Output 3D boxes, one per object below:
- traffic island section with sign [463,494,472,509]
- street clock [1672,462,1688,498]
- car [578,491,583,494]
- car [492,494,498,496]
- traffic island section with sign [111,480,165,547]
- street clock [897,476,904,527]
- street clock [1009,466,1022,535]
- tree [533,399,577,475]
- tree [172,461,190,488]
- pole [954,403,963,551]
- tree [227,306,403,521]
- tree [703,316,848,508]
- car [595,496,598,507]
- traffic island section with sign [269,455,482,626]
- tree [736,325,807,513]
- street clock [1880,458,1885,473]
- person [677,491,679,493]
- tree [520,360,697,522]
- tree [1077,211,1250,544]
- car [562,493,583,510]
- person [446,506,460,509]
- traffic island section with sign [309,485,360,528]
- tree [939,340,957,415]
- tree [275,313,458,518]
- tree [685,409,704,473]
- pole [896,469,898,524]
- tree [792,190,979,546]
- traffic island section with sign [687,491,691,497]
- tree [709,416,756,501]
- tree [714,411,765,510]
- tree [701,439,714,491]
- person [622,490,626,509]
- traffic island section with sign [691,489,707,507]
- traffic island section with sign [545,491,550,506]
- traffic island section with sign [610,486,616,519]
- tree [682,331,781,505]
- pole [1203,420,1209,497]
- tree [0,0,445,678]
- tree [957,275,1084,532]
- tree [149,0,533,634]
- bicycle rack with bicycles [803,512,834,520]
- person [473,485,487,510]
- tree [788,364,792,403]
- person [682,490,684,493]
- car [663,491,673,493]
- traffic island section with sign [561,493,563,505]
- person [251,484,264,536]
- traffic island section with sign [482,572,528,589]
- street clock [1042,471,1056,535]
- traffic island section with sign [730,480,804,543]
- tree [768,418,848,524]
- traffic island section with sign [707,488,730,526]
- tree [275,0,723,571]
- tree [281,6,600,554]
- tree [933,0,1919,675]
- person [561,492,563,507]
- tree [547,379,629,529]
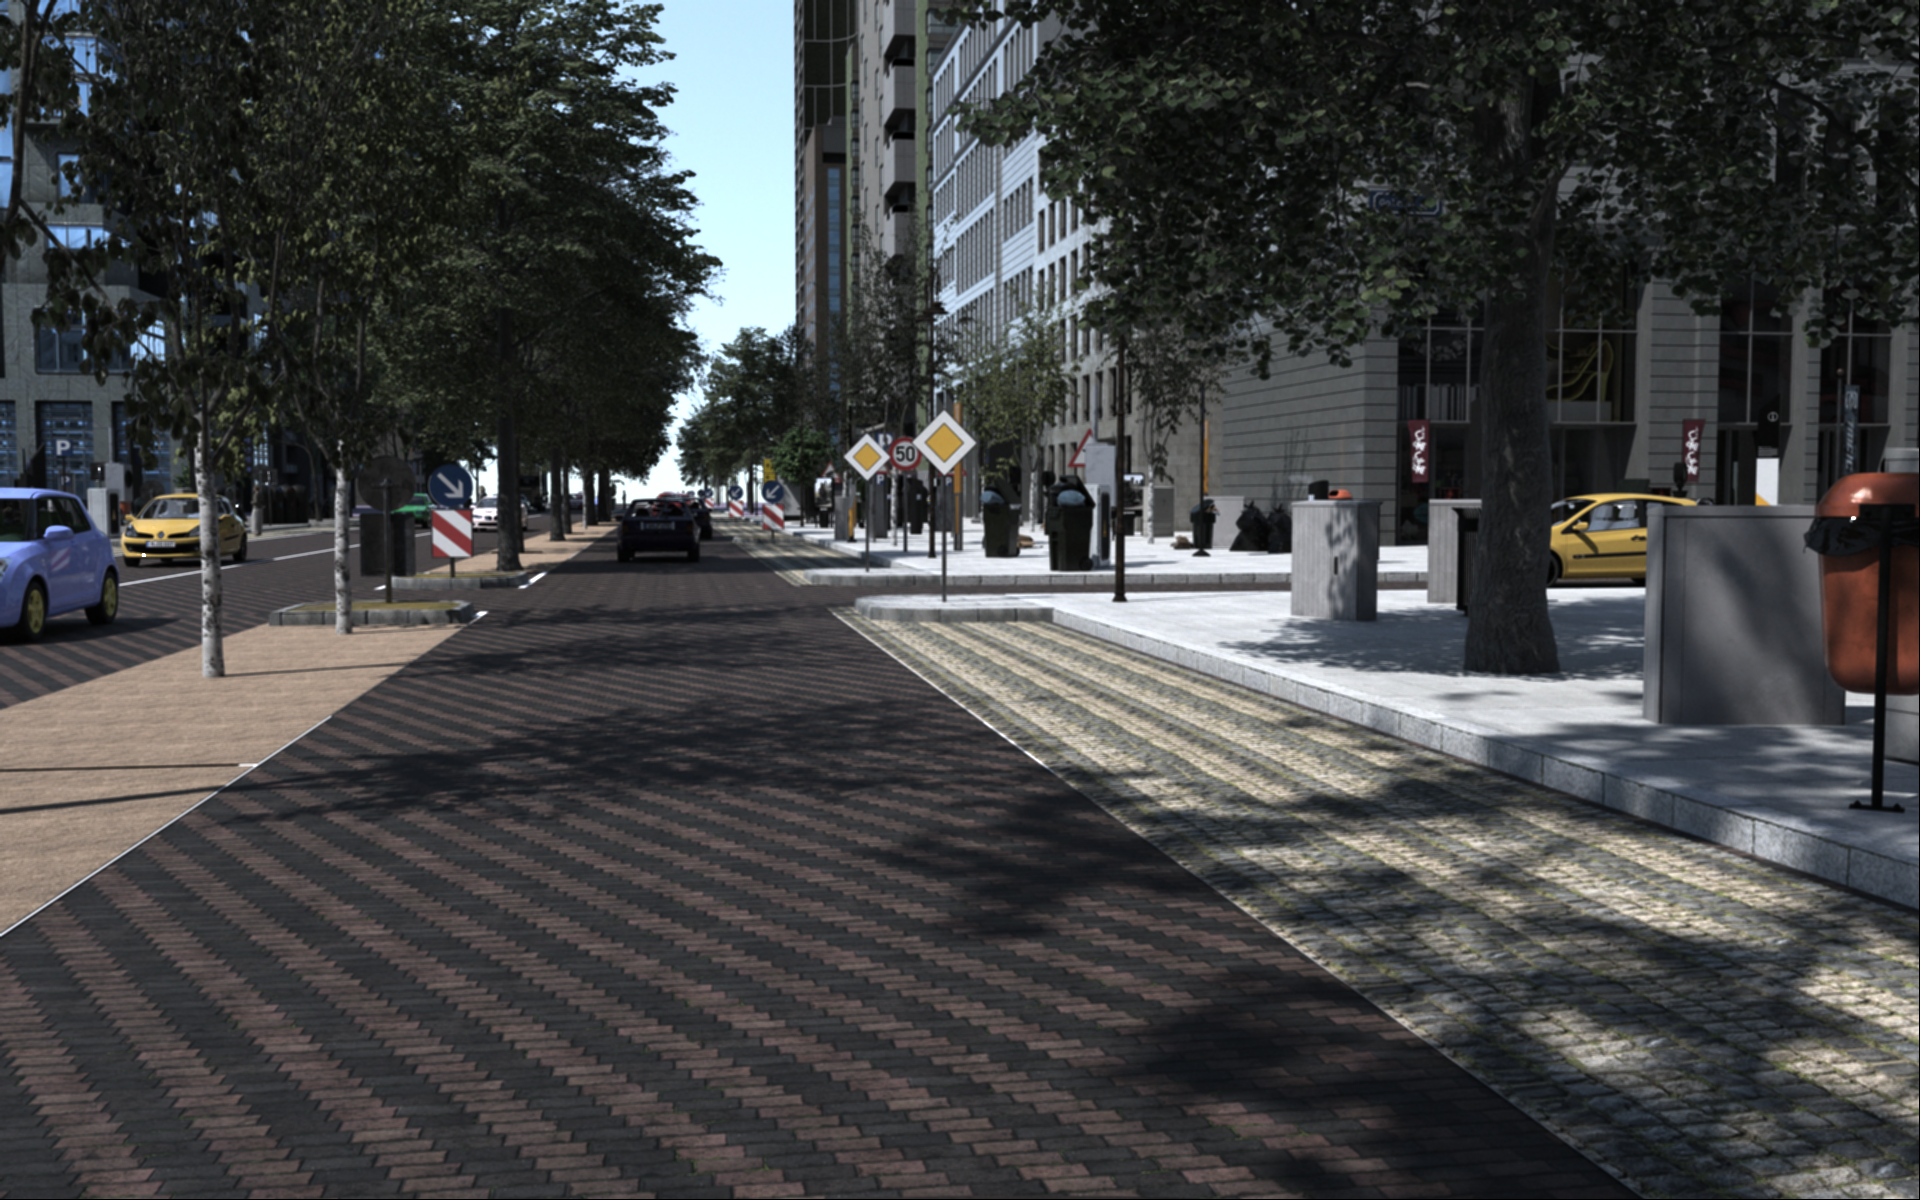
[{"bbox_3d":[-35.298,-7.073,124.268,1.989,1.847,2.006,-1,4,-10],"label":"traffic island section with sign"},{"bbox_3d":[16.504,-2.150,39.721,0.358,2.002,0.471,2,4,32],"label":"street clock"},{"bbox_3d":[-50.270,-13.636,231.617,2.281,1.827,5.304,-1,4,-10],"label":"car"},{"bbox_3d":[-28.905,-5.974,109.473,2.131,1.459,4.920,-1,4,-10],"label":"car"},{"bbox_3d":[-22.287,-2.384,47.604,1.989,1.847,2.006,-1,4,-10],"label":"traffic island section with sign"},{"bbox_3d":[-2.353,-3.878,67.971,0.358,2.002,0.471,2,4,27],"label":"street clock"},{"bbox_3d":[1.404,-2.428,44.274,0.358,2.002,0.471,-1,4,-10],"label":"street clock"},{"bbox_3d":[-16.618,-10.298,77.482,9.857,13.997,8.962,0,3,0],"label":"tree"},{"bbox_3d":[-41.530,-6.030,93.197,1.663,3.219,1.824,0,3,0],"label":"tree"},{"bbox_3d":[-0.039,-2.759,38.953,0.158,3.312,0.155,0,3,0],"label":"pole"},{"bbox_3d":[-30.264,-8.972,81.105,7.601,10.594,8.767,3,5,44],"label":"tree"},{"bbox_3d":[-9.250,-9.540,90.390,7.601,10.594,8.767,-1,4,-10],"label":"tree"},{"bbox_3d":[-40.479,-11.438,196.602,1.945,1.707,3.694,0,4,-8],"label":"car"},{"bbox_3d":[-6.635,-0.711,19.765,2.006,1.907,1.989,-1,4,-10],"label":"traffic island section with sign"},{"bbox_3d":[-13.658,-12.125,116.373,7.486,12.596,7.792,0,3,0],"label":"tree"},{"bbox_3d":[17.932,-1.760,33.349,0.358,2.002,0.471,0,4,0],"label":"street clock"},{"bbox_3d":[-40.435,-14.664,248.243,1.348,1.826,0.705,3,5,40],"label":"person"},{"bbox_3d":[-18.222,-10.301,87.885,9.611,12.733,9.660,0,3,0],"label":"tree"},{"bbox_3d":[5.164,-5.755,44.451,4.360,8.622,3.978,0,3,0],"label":"tree"},{"bbox_3d":[-29.807,-7.681,134.623,2.155,1.783,4.494,-1,4,-9],"label":"car"},{"bbox_3d":[-13.111,-2.213,44.952,0.793,1.790,0.793,-3,5,-43],"label":"person"},{"bbox_3d":[-26.882,-4.039,74.670,1.989,1.847,2.006,-1,4,-10],"label":"traffic island section with sign"},{"bbox_3d":[1.198,-7.436,71.943,4.737,8.622,4.395,0,3,0],"label":"tree"},{"bbox_3d":[-33.247,-10.303,94.216,9.928,11.665,9.643,0,3,0],"label":"tree"},{"bbox_3d":[-21.817,-13.974,162.890,8.767,10.594,7.601,0,4,-1],"label":"tree"},{"bbox_3d":[-2.656,-4.777,71.944,0.158,3.312,0.155,0,3,0],"label":"pole"},{"bbox_3d":[-1.616,-5.651,42.761,4.360,8.622,3.978,0,3,0],"label":"tree"},{"bbox_3d":[-23.045,-8.859,153.476,1.989,1.847,2.006,-1,4,-10],"label":"traffic island section with sign"},{"bbox_3d":[-19.248,-12.043,147.259,4.360,8.622,3.978,0,3,0],"label":"tree"},{"bbox_3d":[-16.477,-11.289,134.939,4.737,8.622,4.395,0,3,0],"label":"tree"},{"bbox_3d":[-25.631,-14.412,185.993,4.737,8.622,4.395,0,3,0],"label":"tree"},{"bbox_3d":[-32.921,-9.854,169.702,0.705,1.814,1.350,0,4,0],"label":"person"},{"bbox_3d":[-18.460,-7.207,126.462,1.989,1.847,2.006,-1,4,-10],"label":"traffic island section with sign"},{"bbox_3d":[-48.932,-11.998,204.795,1.989,1.847,2.006,-1,4,-10],"label":"traffic island section with sign"},{"bbox_3d":[-20.431,-5.689,101.154,2.006,1.907,1.989,-1,4,-10],"label":"traffic island section with sign"},{"bbox_3d":[-26.792,-21.038,199.866,12.611,20.169,13.585,0,3,0],"label":"tree"},{"bbox_3d":[6.803,-3.312,47.998,0.158,3.312,0.155,0,3,0],"label":"pole"},{"bbox_3d":[-5.759,-3.681,12.998,4.360,8.622,3.978,0,3,0],"label":"tree"},{"bbox_3d":[2.370,-6.615,58.525,4.737,8.622,4.395,0,3,0],"label":"tree"},{"bbox_3d":[-6.351,-3.962,17.604,4.737,8.622,4.395,0,3,0],"label":"tree"},{"bbox_3d":[-7.495,-4.538,87.573,2.925,0.926,2.852,-2,4,-32],"label":"bicycle rack with bicycles"},{"bbox_3d":[-20.356,-3.979,73.734,0.728,1.800,0.709,1,4,22],"label":"person"},{"bbox_3d":[-3.834,-6.541,57.306,4.360,8.622,3.978,0,3,0],"label":"tree"},{"bbox_3d":[-30.605,-11.214,191.814,0.705,1.831,1.348,-2,4,-30],"label":"person"},{"bbox_3d":[-40.756,-14.252,241.687,2.281,1.827,5.304,-1,4,-11],"label":"car"},{"bbox_3d":[-53.511,-13.645,231.723,1.989,1.847,2.006,-1,4,-10],"label":"traffic island section with sign"},{"bbox_3d":[-23.834,-3.036,58.687,0.362,1.759,0.519,1,4,10],"label":"person"},{"bbox_3d":[-7.863,-1.158,27.070,2.006,1.907,1.989,-1,4,-10],"label":"traffic island section with sign"},{"bbox_3d":[2.764,-3.027,54.055,0.358,2.002,0.471,-2,4,-31],"label":"street clock"},{"bbox_3d":[-5.661,-2.592,51.011,1.989,1.847,2.006,-1,4,-10],"label":"traffic island section with sign"},{"bbox_3d":[-6.581,-5.590,75.111,4.285,4.588,4.351,0,3,0],"label":"tree"},{"bbox_3d":[-10.175,-4.218,77.587,1.989,1.847,2.006,-1,4,-10],"label":"traffic island section with sign"},{"bbox_3d":[-8.229,-6.781,31.448,7.486,12.596,7.792,0,3,0],"label":"tree"},{"bbox_3d":[-10.766,-7.876,41.602,12.009,13.543,11.850,0,3,0],"label":"tree"},{"bbox_3d":[3.913,-6.458,12.250,9.857,13.997,8.962,0,3,0],"label":"tree"},{"bbox_3d":[-44.012,-11.130,191.297,1.217,1.723,0.721,3,5,42],"label":"person"},{"bbox_3d":[-15.100,-7.140,69.551,4.360,8.622,3.978,0,3,0],"label":"tree"}]
